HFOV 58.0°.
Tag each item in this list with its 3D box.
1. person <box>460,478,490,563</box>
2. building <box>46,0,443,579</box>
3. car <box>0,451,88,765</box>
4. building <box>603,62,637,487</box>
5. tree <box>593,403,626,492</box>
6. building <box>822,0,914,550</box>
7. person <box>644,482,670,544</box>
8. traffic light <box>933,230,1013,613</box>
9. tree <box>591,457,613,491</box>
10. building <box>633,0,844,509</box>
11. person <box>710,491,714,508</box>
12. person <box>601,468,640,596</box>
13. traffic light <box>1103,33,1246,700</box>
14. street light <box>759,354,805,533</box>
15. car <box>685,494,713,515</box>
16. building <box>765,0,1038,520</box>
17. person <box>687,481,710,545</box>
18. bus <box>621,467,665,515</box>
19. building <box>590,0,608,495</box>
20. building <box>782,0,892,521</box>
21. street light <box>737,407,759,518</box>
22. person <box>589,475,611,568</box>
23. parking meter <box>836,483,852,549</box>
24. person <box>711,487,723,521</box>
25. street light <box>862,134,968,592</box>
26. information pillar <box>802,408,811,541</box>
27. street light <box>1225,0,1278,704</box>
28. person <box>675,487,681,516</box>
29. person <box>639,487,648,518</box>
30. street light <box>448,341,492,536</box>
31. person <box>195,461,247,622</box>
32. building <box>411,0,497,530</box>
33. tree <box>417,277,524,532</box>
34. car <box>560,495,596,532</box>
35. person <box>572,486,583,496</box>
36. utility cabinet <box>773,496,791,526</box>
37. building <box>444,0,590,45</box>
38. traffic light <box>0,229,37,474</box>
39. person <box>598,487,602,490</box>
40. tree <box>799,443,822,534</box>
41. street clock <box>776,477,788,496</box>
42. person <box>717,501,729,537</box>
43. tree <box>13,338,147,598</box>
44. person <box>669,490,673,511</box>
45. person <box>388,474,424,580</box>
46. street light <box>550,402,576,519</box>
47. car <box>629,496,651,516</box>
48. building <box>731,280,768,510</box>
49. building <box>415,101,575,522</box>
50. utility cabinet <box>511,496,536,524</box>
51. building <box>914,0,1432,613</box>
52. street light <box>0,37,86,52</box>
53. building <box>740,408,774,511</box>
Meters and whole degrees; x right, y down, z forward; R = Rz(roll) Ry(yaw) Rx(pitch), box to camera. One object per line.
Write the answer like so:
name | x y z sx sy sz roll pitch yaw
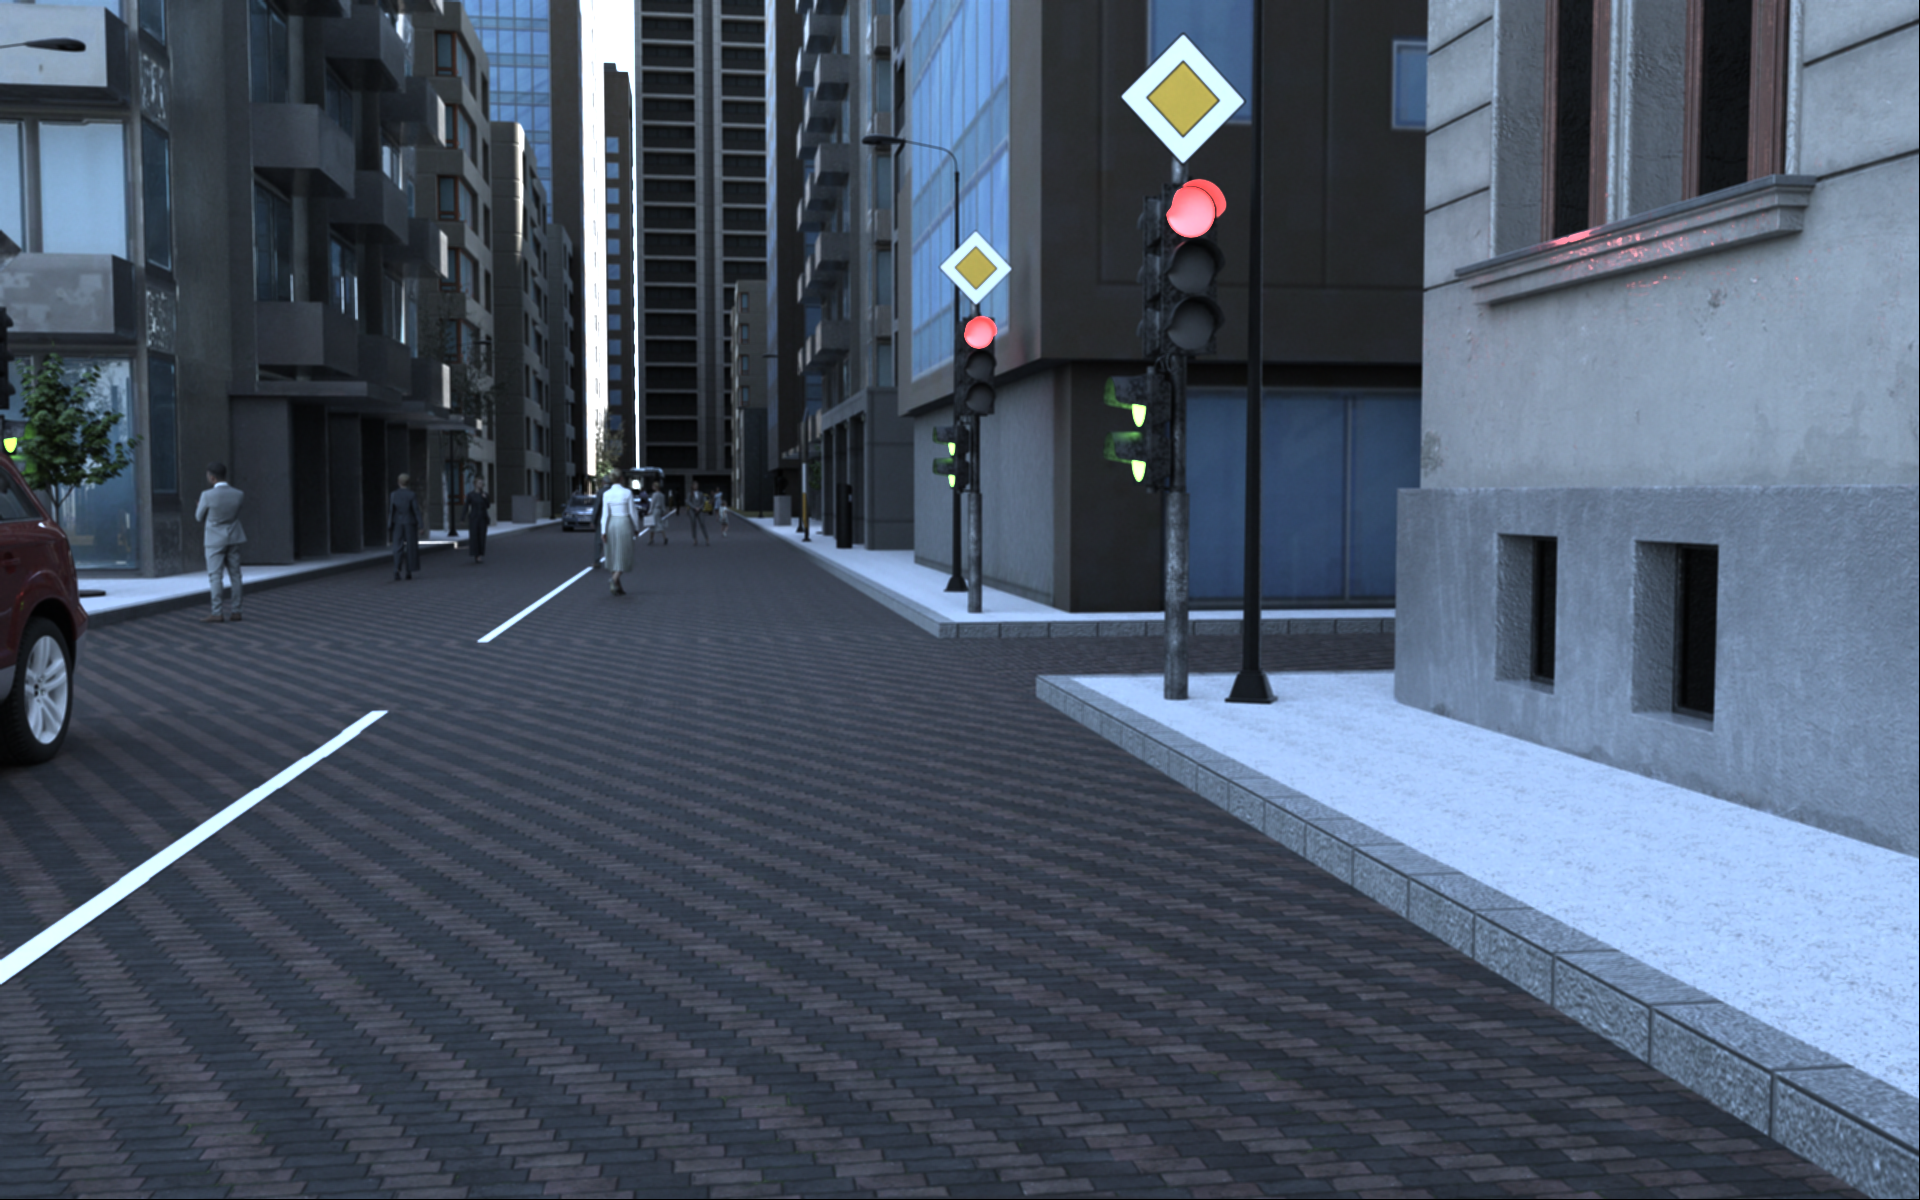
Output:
person | -10.136 -1.674 36.284 0.534 1.772 0.576 3 4 37
building | -23.546 -25.461 35.894 23.786 49.044 30.456 -1 4 -9
car | -5.678 0.064 7.633 2.281 1.827 5.304 0 4 -7
building | -40.986 -32.366 179.301 14.200 45.320 14.600 -1 4 -9
tree | -28.732 -11.465 137.820 4.360 8.622 3.978 0 3 0
building | 7.300 -37.011 43.389 20.563 71.187 20.611 -1 4 -9
person | -8.612 -2.469 49.226 0.624 1.780 0.694 3 5 40
traffic light | 0.143 -1.817 18.633 0.839 4.253 0.868 -1 4 -9
tree | -30.014 -9.725 142.717 4.285 4.588 4.351 0 3 0
building | -23.963 -45.670 184.951 20.611 71.187 20.563 -1 4 -9
person | -23.866 -9.629 166.481 0.434 1.755 0.990 1 4 18
person | -4.830 -0.961 24.445 0.478 1.798 0.641 1 4 16
traffic light | 1.334 -1.334 10.737 0.839 4.253 0.868 -1 4 -9
street light | -5.858 -5.203 57.611 1.470 5.913 1.316 -1 4 -9
car | -17.974 -6.694 119.667 2.015 1.641 3.980 -1 4 -10
building | -4.131 -27.589 101.193 14.600 45.320 14.200 -1 4 -9
person | -7.329 -2.429 48.493 0.520 1.790 0.573 -2 4 -35
bus | -21.408 -7.476 117.090 2.948 3.499 13.247 0 4 -8
building | -42.595 -43.773 153.936 20.611 71.187 20.563 -1 4 -9
building | 4.243 -28.003 77.453 23.786 49.044 30.456 -1 4 -9
street light | -11.163 -7.322 92.252 1.470 5.913 1.316 -1 4 -9
person | -6.949 -1.535 33.769 0.590 1.801 0.661 3 5 43
parking meter | -2.733 -1.988 40.917 0.372 1.533 0.369 0 3 0
person | -12.679 -5.009 90.487 0.616 1.811 0.778 0 4 3
street light | -0.576 -3.062 22.609 1.470 5.913 1.316 -1 4 -9
information pillar | -4.170 -3.392 46.815 0.183 3.616 0.504 0 4 5
street light | 1.273 -2.321 10.496 1.470 5.913 1.316 -1 4 -9
person | -18.378 -6.420 113.098 0.705 1.869 1.348 0 4 -5
person | -19.268 -5.897 104.778 0.709 1.838 0.599 2 4 33
street light | -14.848 -4.887 52.451 1.470 5.913 1.316 -1 4 -9
person | -8.355 -0.663 19.524 0.466 1.800 0.511 1 4 23
building | -33.306 -13.961 73.299 27.650 21.520 28.899 -1 4 -9
tree | -17.145 -6.598 58.233 4.360 8.622 3.978 0 3 0
car | -14.593 -3.418 67.881 2.014 1.417 4.499 -1 4 -9
person | -18.432 -4.590 83.653 0.679 1.850 0.850 2 4 24
utility cabinet | -7.231 -3.629 70.503 0.306 1.237 1.020 1 4 22
building | -34.069 -29.062 125.270 14.600 45.320 14.200 -1 4 -9
traffic light | -9.655 -1.726 17.144 0.839 4.253 0.868 -1 4 -9
person | -18.731 -4.999 90.465 0.641 1.798 0.478 -2 4 -23
tree | -4.151 -3.764 56.144 1.663 3.219 1.824 0 3 0
street clock | -7.556 -4.223 73.609 0.471 2.002 0.358 -3 5 -40
person | -7.950 -2.706 57.758 0.505 1.210 0.382 2 4 31
tree | -11.309 -1.646 21.513 1.663 3.219 1.824 0 3 0
person | -23.732 -8.163 142.692 0.721 1.736 1.217 -1 4 -10
person | -9.261 -1.224 28.940 0.576 1.772 0.534 -1 4 -20
street light | -20.058 -7.030 87.487 1.470 5.913 1.316 -1 4 -9
car | -18.594 -5.312 99.425 1.945 1.354 3.894 0 4 -7
building | -6.416 -19.029 156.168 27.650 21.520 28.899 -1 4 -9
building | -38.258 -15.815 103.615 27.650 21.520 28.899 -1 4 -9
utility cabinet | -18.984 -3.930 75.424 1.020 1.237 0.306 1 4 11
building | 6.836 -22.914 24.749 14.200 45.320 14.600 -1 4 -9
street light | -9.599 -2.762 17.706 1.470 5.913 1.316 -1 4 -9
building | -4.331 -49.588 123.432 22.319 86.520 31.000 -1 4 -9
